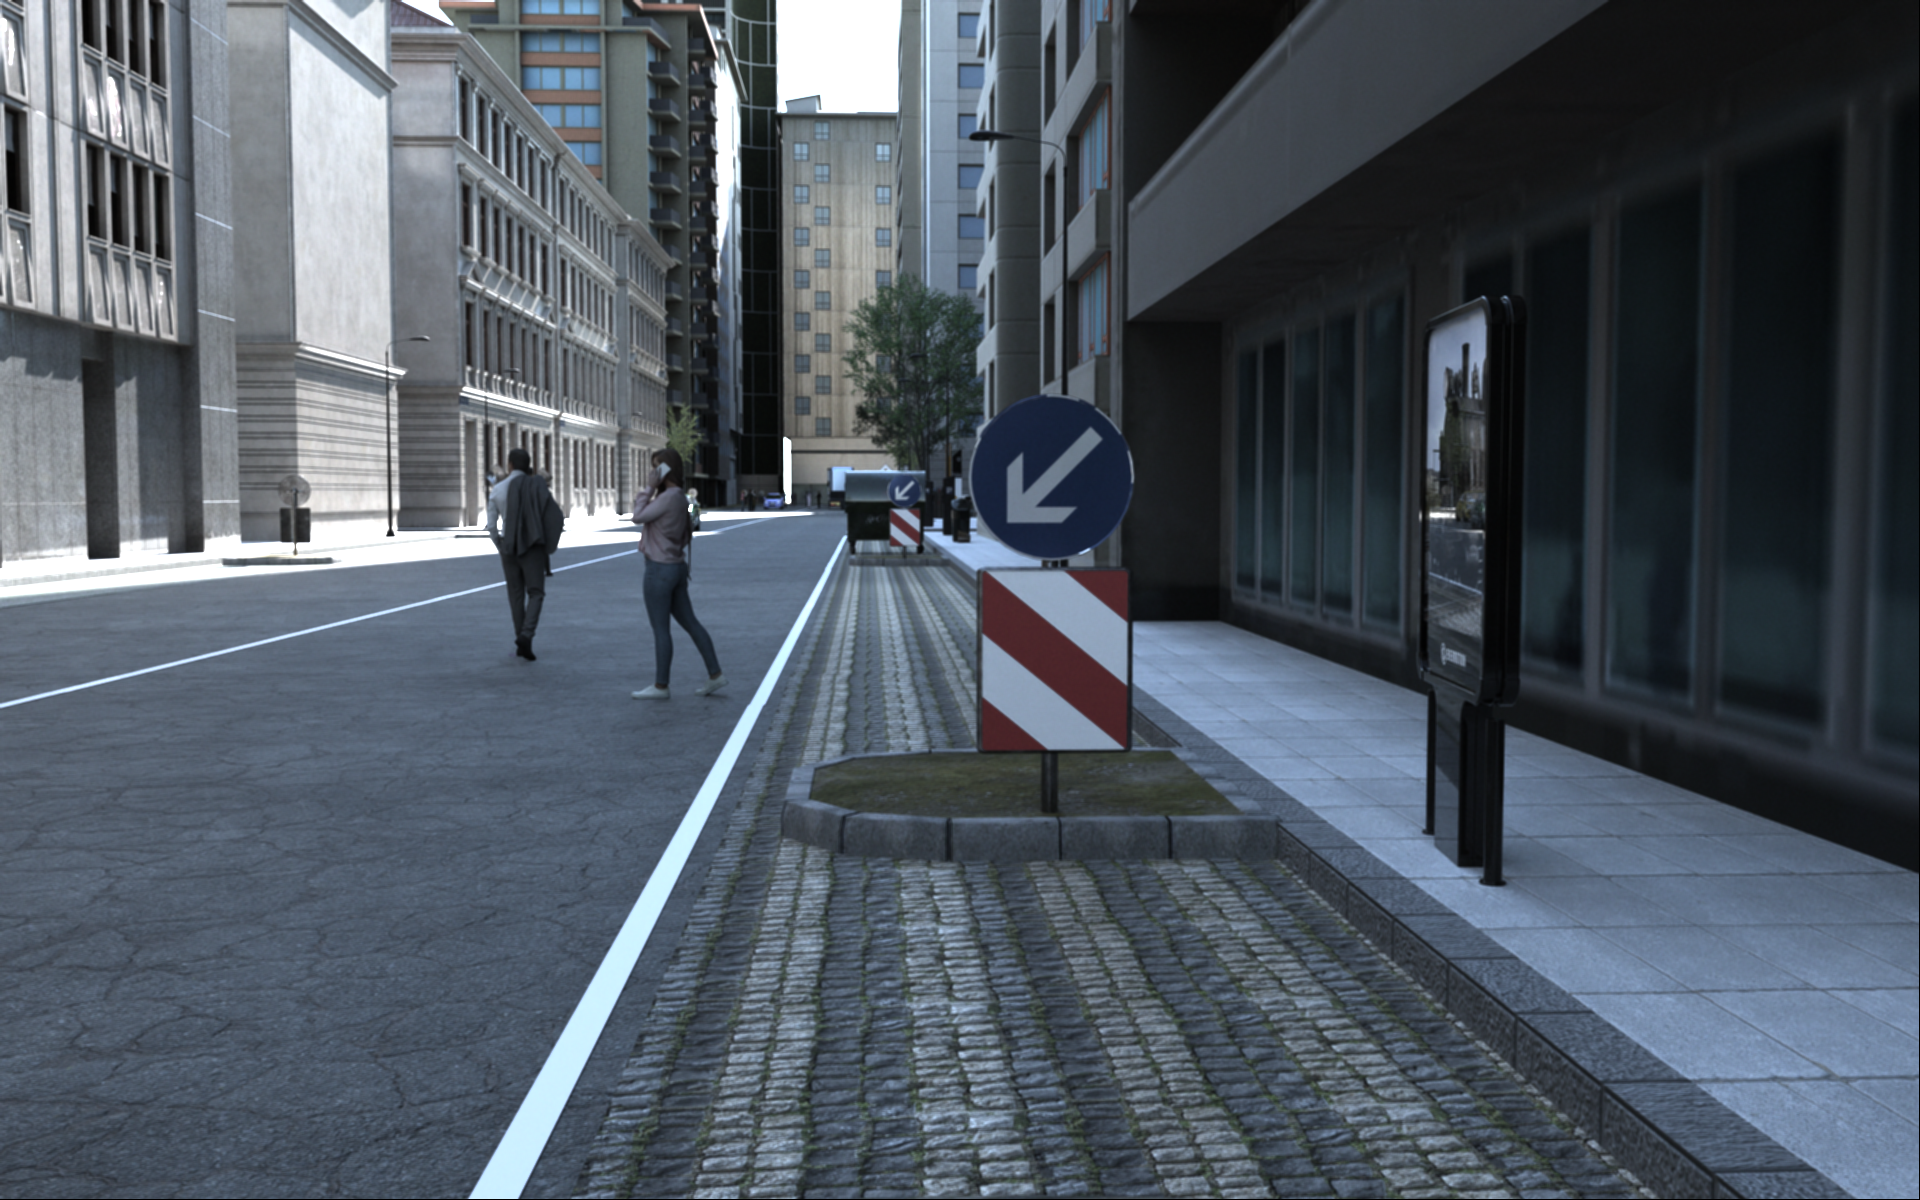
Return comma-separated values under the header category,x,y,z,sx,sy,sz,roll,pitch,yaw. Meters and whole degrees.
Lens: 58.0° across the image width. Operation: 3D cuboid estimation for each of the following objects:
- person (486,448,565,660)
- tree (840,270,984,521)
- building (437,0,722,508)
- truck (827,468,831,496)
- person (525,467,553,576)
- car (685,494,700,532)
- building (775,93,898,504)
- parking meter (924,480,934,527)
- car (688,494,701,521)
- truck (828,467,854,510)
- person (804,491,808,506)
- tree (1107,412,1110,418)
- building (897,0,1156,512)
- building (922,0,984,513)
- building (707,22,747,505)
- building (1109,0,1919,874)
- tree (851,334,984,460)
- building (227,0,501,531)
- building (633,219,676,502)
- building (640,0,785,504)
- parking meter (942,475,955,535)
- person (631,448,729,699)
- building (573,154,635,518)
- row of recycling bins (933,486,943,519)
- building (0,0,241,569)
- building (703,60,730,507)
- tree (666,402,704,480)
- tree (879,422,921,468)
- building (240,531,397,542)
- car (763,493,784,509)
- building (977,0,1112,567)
category,x,y,z,sx,sy,sz,roll,pitch,yaw
person,-3.790,-0.400,15.136,0.679,1.850,0.850,0,4,-4
tree,-1.882,-9.541,81.745,9.928,11.665,9.643,0,3,0
building,-33.000,-30.499,153.289,22.147,44.769,28.867,0,4,-3
truck,-13.303,-12.415,191.896,2.839,4.237,11.283,0,4,-3
person,-7.441,-1.364,30.172,0.648,1.900,0.474,-1,4,-11
car,-10.992,-3.340,66.412,2.131,1.459,4.920,0,4,-4
building,-10.573,-39.621,237.045,27.495,52.752,28.713,0,4,-3
parking meter,-1.229,-3.792,67.711,0.399,1.863,0.255,1,4,21
car,-13.366,-4.429,82.634,2.015,1.641,3.980,0,4,-3
truck,-11.253,-10.769,165.824,2.967,4.110,18.799,0,4,-4
person,-18.197,-12.047,205.550,0.705,1.814,1.350,-2,4,-25
tree,2.772,-1.724,22.795,1.663,3.219,1.824,0,3,0
building,5.133,-32.674,157.916,21.300,48.544,21.600,0,4,-3
building,7.871,-35.279,118.807,21.231,58.520,28.212,0,4,-3
building,-39.209,-37.359,200.066,27.495,52.752,28.713,0,4,-3
building,12.767,-23.439,6.926,21.300,48.544,21.600,0,4,-3
tree,-2.365,-10.091,99.401,8.767,10.594,7.601,1,4,10
building,-24.276,-14.545,73.974,11.583,22.565,21.152,0,4,-3
building,-26.085,-17.160,116.724,11.583,22.565,21.152,0,4,-3
building,-34.380,-48.500,231.231,20.611,71.187,20.563,0,4,-3
parking meter,-0.365,-2.957,54.051,0.399,1.863,0.255,-1,4,-8
person,-1.978,-0.189,12.183,0.643,1.750,0.593,0,4,7
building,-25.399,-15.835,95.056,11.583,22.565,21.152,0,4,-3
row of recycling bins,-0.962,-5.139,91.133,1.069,1.692,3.534,-2,4,-26
building,-22.042,-12.899,28.918,12.078,24.808,19.932,0,4,-3
building,-30.933,-32.129,175.427,14.600,45.320,14.200,0,4,-3
tree,-22.413,-11.451,137.582,4.737,8.622,4.395,0,3,0
tree,-4.723,-11.916,145.185,4.737,8.622,4.395,0,3,0
building,-27.860,-13.108,50.475,21.152,22.565,11.583,0,4,-3
car,-17.726,-9.504,164.983,1.945,1.707,3.694,0,4,-1
building,15.103,-11.992,41.108,27.650,21.520,28.899,0,4,-3
